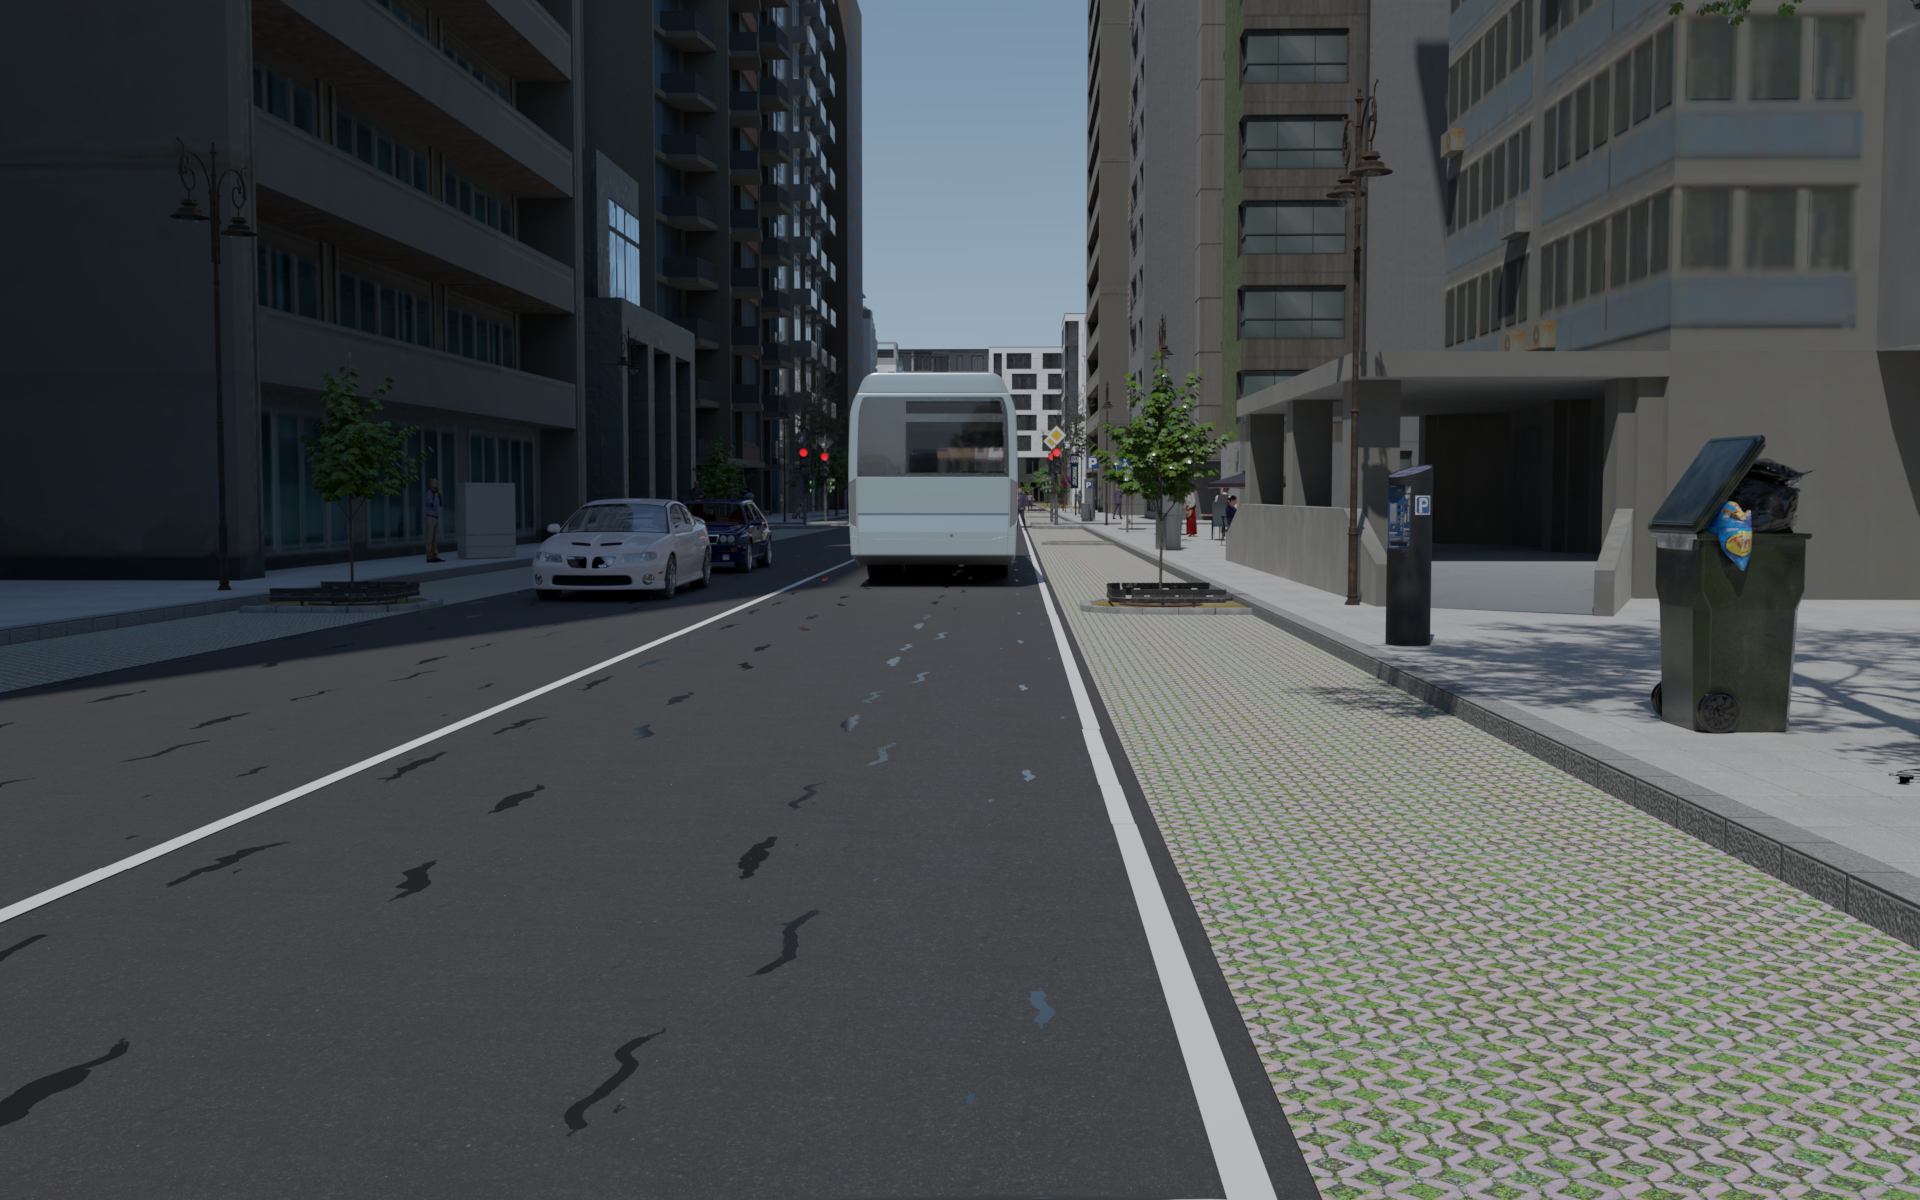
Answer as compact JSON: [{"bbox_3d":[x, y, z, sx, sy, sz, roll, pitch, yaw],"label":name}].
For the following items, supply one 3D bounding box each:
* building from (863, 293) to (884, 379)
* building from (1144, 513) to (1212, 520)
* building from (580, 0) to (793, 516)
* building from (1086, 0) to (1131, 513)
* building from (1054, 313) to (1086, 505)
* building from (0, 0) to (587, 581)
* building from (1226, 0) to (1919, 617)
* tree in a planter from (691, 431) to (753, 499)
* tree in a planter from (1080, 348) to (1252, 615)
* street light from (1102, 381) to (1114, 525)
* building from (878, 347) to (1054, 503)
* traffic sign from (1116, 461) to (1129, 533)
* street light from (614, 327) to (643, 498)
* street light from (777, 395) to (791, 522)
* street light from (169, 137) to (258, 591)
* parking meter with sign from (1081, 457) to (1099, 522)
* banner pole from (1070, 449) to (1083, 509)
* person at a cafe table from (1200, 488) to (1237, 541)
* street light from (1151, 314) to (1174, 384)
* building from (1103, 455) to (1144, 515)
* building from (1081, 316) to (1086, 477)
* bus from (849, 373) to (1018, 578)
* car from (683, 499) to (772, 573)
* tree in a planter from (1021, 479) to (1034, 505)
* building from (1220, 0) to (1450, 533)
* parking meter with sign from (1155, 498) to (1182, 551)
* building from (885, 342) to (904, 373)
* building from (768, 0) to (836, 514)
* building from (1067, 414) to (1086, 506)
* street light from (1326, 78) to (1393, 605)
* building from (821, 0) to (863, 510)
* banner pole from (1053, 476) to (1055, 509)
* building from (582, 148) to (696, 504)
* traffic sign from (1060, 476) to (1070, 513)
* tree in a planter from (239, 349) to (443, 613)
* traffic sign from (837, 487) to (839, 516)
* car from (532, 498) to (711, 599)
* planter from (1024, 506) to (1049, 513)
[{"bbox_3d":[-15.735,-18.616,160.789,16.016,20.091,11.380,0,4,2],"label":"building"},{"bbox_3d":[15.877,-24.656,86.715,14.086,41.232,14.154,0,4,2],"label":"building"},{"bbox_3d":[-21.206,-26.931,94.946,22.147,44.769,28.867,0,4,2],"label":"building"},{"bbox_3d":[20.499,-30.850,128.093,21.300,48.544,21.600,0,4,2],"label":"building"},{"bbox_3d":[26.236,-22.476,211.457,27.936,21.610,32.646,0,4,2],"label":"building"},{"bbox_3d":[-20.992,-25.154,34.966,21.300,48.544,21.600,0,4,2],"label":"building"},{"bbox_3d":[21.040,-20.370,24.933,32.217,40.220,23.993,0,4,2],"label":"building"},{"bbox_3d":[-6.792,-3.147,48.682,1.991,3.239,1.994,0,4,2],"label":"tree in a planter"},{"bbox_3d":[2.485,-1.473,21.302,1.991,3.239,1.994,0,4,2],"label":"tree in a planter"},{"bbox_3d":[5.994,-5.988,70.685,0.468,5.910,1.993,0,4,2],"label":"street light"},{"bbox_3d":[2.220,-25.084,254.104,32.646,21.610,27.936,0,4,2],"label":"building"},{"bbox_3d":[5.551,-3.502,57.365,0.768,2.556,0.104,0,4,4],"label":"traffic sign"},{"bbox_3d":[-9.194,-4.612,48.192,0.468,5.910,1.993,0,4,2],"label":"street light"},{"bbox_3d":[-8.082,-6.540,79.716,0.468,5.910,1.993,0,4,2],"label":"street light"},{"bbox_3d":[-9.815,-3.067,22.931,0.468,5.910,1.993,0,4,2],"label":"street light"},{"bbox_3d":[6.061,-5.194,81.182,0.543,3.016,1.738,1,4,15],"label":"parking meter with sign"},{"bbox_3d":[6.459,-6.441,95.324,0.863,3.779,0.401,-1,4,-15],"label":"banner pole"},{"bbox_3d":[7.472,-2.402,47.794,1.698,1.524,1.622,2,4,32],"label":"person at a cafe table"},{"bbox_3d":[5.197,-4.395,44.639,0.468,5.910,1.993,0,4,2],"label":"street light"},{"bbox_3d":[19.750,-40.861,106.337,20.563,71.187,20.611,0,4,2],"label":"building"},{"bbox_3d":[19.456,-18.664,161.575,16.016,20.091,11.380,0,4,2],"label":"building"},{"bbox_3d":[-0.348,-2.324,32.856,2.948,3.499,13.247,0,4,1],"label":"bus"},{"bbox_3d":[-4.627,-1.232,32.724,1.945,1.354,3.894,0,4,2],"label":"car"},{"bbox_3d":[8.077,-12.900,208.144,1.991,3.239,1.994,0,4,2],"label":"tree in a planter"},{"bbox_3d":[15.678,-17.520,58.146,14.160,30.474,14.107,0,4,2],"label":"building"},{"bbox_3d":[4.768,-2.674,39.981,0.543,3.016,1.738,0,4,-6],"label":"parking meter with sign"},{"bbox_3d":[-13.028,-22.311,221.209,11.380,20.091,16.016,0,4,2],"label":"building"},{"bbox_3d":[-20.880,-30.876,124.425,23.786,49.044,30.456,0,4,2],"label":"building"},{"bbox_3d":[16.168,-14.651,181.690,9.099,9.664,28.070,0,4,2],"label":"building"},{"bbox_3d":[4.540,-2.879,19.863,0.468,5.910,1.993,0,4,2],"label":"street light"},{"bbox_3d":[-15.747,-30.371,146.682,14.600,45.320,14.200,0,4,2],"label":"building"},{"bbox_3d":[8.076,-9.841,150.913,0.401,3.779,0.863,-2,4,-32],"label":"banner pole"},{"bbox_3d":[-26.489,-45.508,56.729,31.000,86.520,22.319,0,4,2],"label":"building"},{"bbox_3d":[7.254,-7.280,119.139,0.768,2.556,0.104,1,4,9],"label":"traffic sign"},{"bbox_3d":[-7.607,-1.490,21.577,1.991,3.239,1.994,0,4,2],"label":"tree in a planter"},{"bbox_3d":[-7.296,-6.315,103.353,0.768,2.556,0.104,0,4,8],"label":"traffic sign"},{"bbox_3d":[-4.804,-0.781,25.126,2.083,1.381,4.827,0,4,2],"label":"car"},{"bbox_3d":[5.775,-6.727,131.122,1.991,0.319,1.994,0,4,2],"label":"planter"}]
